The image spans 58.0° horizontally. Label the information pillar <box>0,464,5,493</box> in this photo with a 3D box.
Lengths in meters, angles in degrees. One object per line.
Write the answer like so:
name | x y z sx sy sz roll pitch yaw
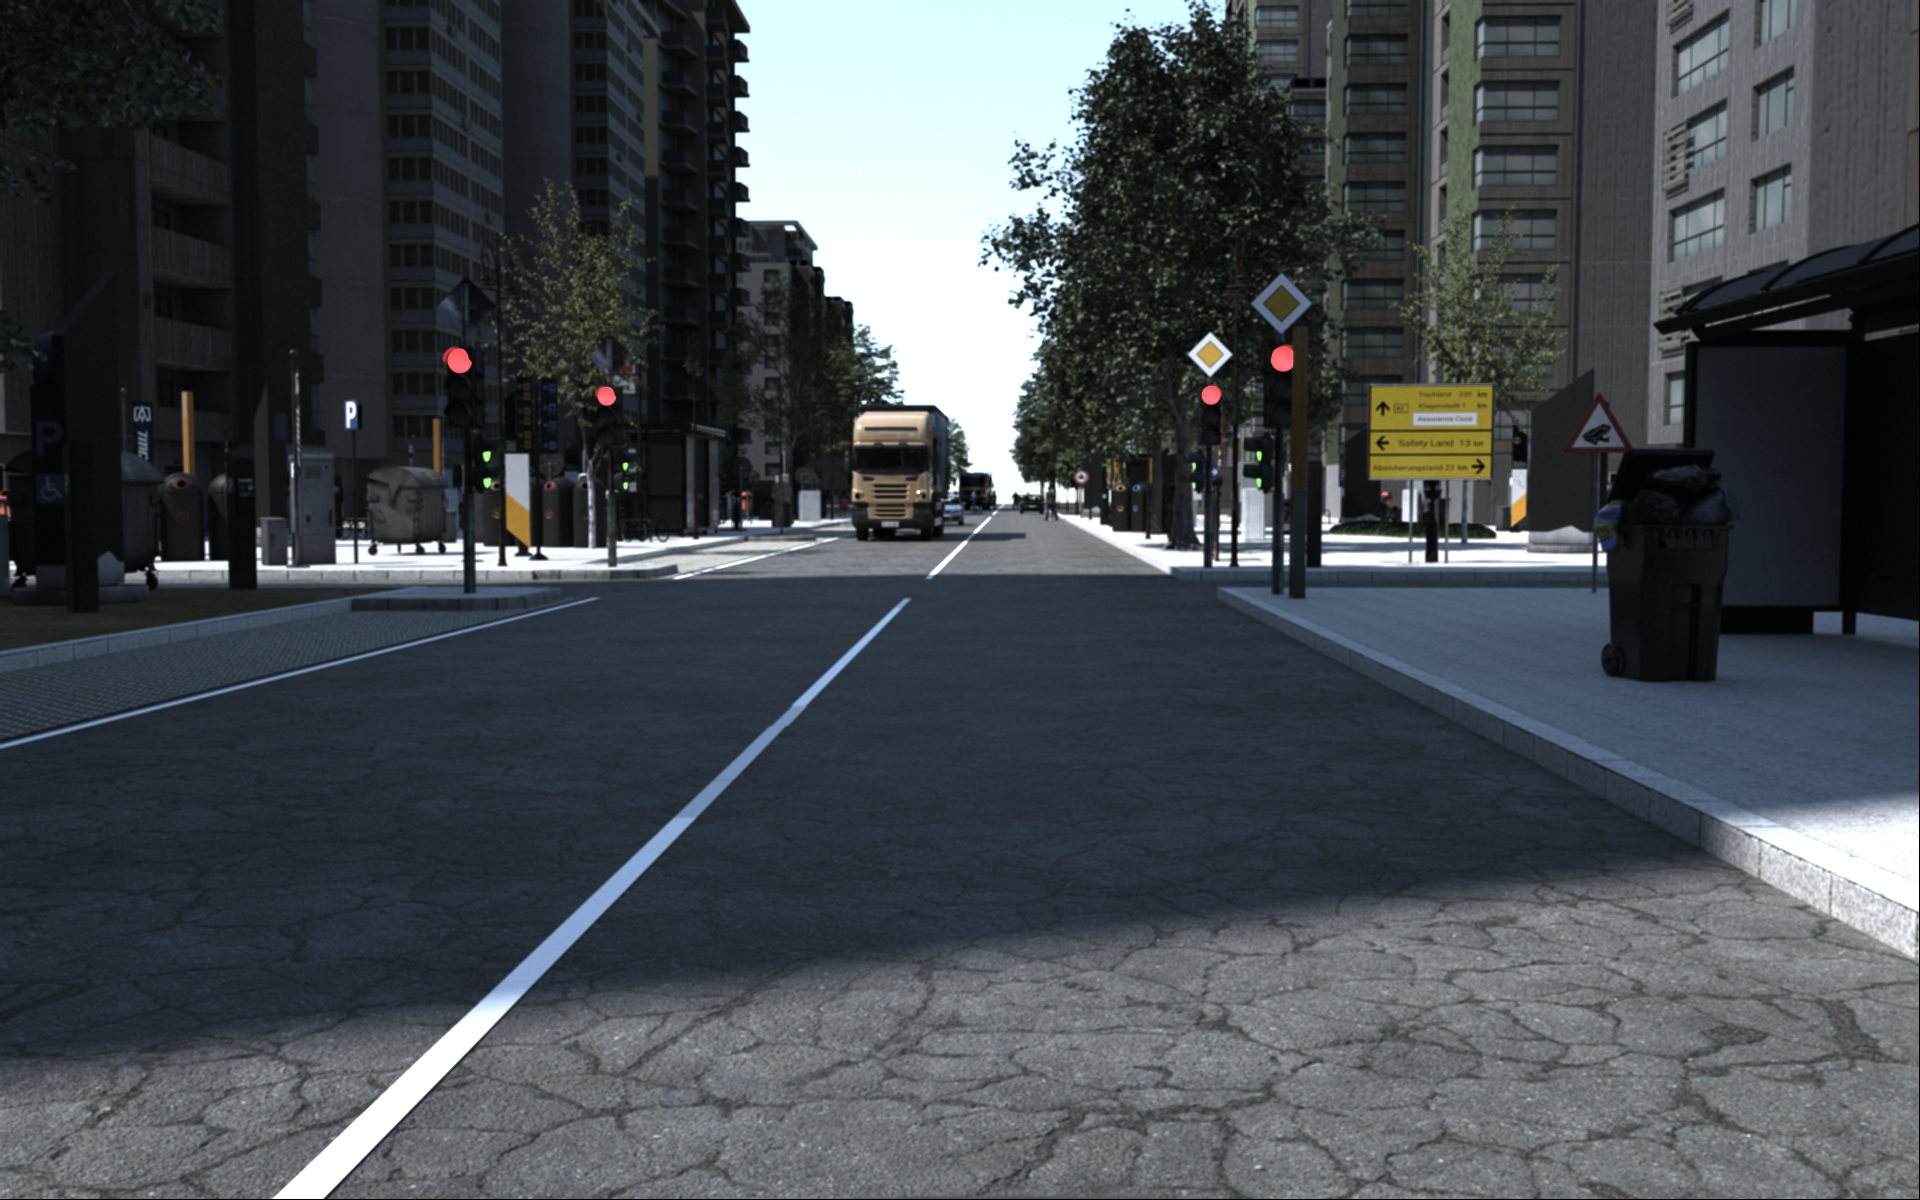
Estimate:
information pillar | -23.560 -2.314 42.330 0.304 2.012 0.304 2 4 24

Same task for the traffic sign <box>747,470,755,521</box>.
traffic sign | -9.966 -4.959 81.187 0.768 2.556 0.104 0 4 5

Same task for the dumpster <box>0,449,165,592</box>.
dumpster | -11.366 -1.024 22.496 1.264 1.857 1.865 0 4 2

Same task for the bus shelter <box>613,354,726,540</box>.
bus shelter | -8.901 -4.578 52.476 2.179 5.291 8.768 0 4 2

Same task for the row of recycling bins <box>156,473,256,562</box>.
row of recycling bins | -15.313 -1.580 32.948 3.534 1.692 1.069 -2 4 -34

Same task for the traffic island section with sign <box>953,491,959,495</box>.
traffic island section with sign | 0.410 -14.150 239.975 1.989 1.847 2.006 0 4 2

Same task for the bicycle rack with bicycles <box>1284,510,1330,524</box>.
bicycle rack with bicycles | 14.417 -3.677 73.504 2.852 0.926 2.925 -1 4 -17

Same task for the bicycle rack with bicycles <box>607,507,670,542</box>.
bicycle rack with bicycles | -9.443 -2.013 46.290 2.852 0.926 2.925 -3 4 -38

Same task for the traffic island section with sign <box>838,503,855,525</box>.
traffic island section with sign | -4.590 -4.387 80.351 1.989 1.847 2.006 0 4 2

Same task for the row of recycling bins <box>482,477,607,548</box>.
row of recycling bins | -10.101 -2.141 42.125 3.534 1.692 1.069 2 4 24

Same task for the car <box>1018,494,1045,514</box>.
car | 5.243 -7.147 126.646 2.009 1.686 4.222 0 4 1

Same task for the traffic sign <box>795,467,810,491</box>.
traffic sign | -7.480 -5.022 82.208 0.768 2.556 0.104 1 4 10

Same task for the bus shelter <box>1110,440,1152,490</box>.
bus shelter | 9.523 -7.085 93.472 2.179 5.291 8.768 0 4 2

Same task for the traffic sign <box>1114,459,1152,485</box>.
traffic sign | 9.795 -6.383 98.241 2.265 3.308 0.079 0 4 3

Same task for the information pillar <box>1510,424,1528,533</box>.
information pillar | 18.577 -4.050 57.567 0.504 3.616 0.183 1 4 16

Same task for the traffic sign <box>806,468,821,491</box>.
traffic sign | -7.432 -5.340 87.308 0.884 2.594 0.081 0 4 7

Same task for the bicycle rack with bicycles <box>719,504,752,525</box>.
bicycle rack with bicycles | -10.318 -3.678 73.515 2.852 0.926 2.925 3 5 43

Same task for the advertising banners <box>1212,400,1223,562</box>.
advertising banners | 4.925 -2.263 33.192 0.090 3.025 2.074 0 4 5

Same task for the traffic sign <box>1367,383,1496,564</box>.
traffic sign | 8.652 -2.325 31.892 2.265 3.308 0.079 1 4 9

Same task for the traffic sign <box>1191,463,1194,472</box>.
traffic sign | 8.112 -3.765 61.660 0.768 2.556 0.104 0 4 5

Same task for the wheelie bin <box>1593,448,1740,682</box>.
wheelie bin | 4.931 -0.251 12.016 0.980 1.594 0.693 0 4 -6

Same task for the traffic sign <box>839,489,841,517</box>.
traffic sign | -6.749 -5.958 97.520 0.768 2.556 0.104 0 4 7

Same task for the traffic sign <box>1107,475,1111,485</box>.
traffic sign | 8.604 -6.267 102.474 0.884 2.594 0.081 0 4 4

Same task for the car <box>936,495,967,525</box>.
car | -0.690 -4.194 80.575 2.014 1.417 4.499 0 4 0

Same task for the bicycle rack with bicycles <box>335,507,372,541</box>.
bicycle rack with bicycles | -16.500 -2.149 48.523 2.925 0.926 2.852 1 4 22

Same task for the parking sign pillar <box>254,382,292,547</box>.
parking sign pillar | -16.867 -3.296 42.365 1.447 3.967 1.447 -3 4 -36

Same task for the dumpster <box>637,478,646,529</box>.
dumpster | -10.968 -3.445 62.092 1.264 1.857 1.865 0 4 2

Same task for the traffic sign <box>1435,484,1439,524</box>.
traffic sign | 9.236 -2.045 33.542 0.768 2.556 0.104 0 4 5

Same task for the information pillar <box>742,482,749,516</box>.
information pillar | -12.165 -5.729 98.155 0.304 2.012 0.304 3 4 37

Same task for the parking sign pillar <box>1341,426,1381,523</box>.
parking sign pillar | 14.024 -4.409 60.562 1.447 3.967 1.447 0 4 -6

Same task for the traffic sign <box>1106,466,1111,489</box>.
traffic sign | 9.069 -6.799 105.036 2.265 3.308 0.079 0 4 2

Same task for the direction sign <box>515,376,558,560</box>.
direction sign | -8.203 -2.546 33.618 0.876 3.537 0.379 -3 5 -42

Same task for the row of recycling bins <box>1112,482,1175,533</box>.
row of recycling bins | 6.405 -3.119 58.115 1.069 1.692 3.534 -2 4 -34

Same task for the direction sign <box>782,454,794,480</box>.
direction sign | -9.801 -6.512 98.473 0.876 3.537 0.379 2 4 25

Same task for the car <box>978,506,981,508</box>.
car | 1.325 -10.454 181.142 2.015 1.641 3.980 0 4 3

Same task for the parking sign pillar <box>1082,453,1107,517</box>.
parking sign pillar | 7.452 -6.545 95.486 1.447 3.967 1.447 3 5 41

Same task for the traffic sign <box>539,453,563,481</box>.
traffic sign | -11.919 -3.076 50.397 0.768 2.556 0.104 0 4 4

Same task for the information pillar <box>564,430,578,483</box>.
information pillar | -14.172 -4.388 63.092 0.504 3.616 0.183 -1 4 -22

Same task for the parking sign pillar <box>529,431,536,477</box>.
parking sign pillar | -13.319 -3.920 52.559 1.447 3.967 1.447 -2 4 -35

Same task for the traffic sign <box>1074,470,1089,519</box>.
traffic sign | 6.332 -5.523 90.409 0.768 2.556 0.104 1 4 10

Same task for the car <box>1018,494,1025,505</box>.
car | 7.595 -11.970 207.506 2.131 1.459 4.920 0 4 1

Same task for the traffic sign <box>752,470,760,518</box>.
traffic sign | -10.998 -5.613 91.876 0.768 2.556 0.104 0 4 7

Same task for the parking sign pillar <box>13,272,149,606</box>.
parking sign pillar | -10.452 -1.959 20.503 1.447 3.967 1.447 0 4 0

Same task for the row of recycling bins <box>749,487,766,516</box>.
row of recycling bins | -11.820 -5.753 101.172 1.069 1.692 3.534 0 4 -6

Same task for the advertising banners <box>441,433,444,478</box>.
advertising banners | -14.764 -3.247 49.273 0.090 3.025 2.074 -1 4 -12

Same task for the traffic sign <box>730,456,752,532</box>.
traffic sign | -7.352 -3.545 58.069 0.768 2.556 0.104 0 4 6

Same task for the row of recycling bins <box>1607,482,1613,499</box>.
row of recycling bins | 20.905 -2.919 54.835 1.069 1.692 3.534 0 3 0

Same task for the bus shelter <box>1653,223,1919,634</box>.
bus shelter | 7.343 -1.187 13.330 2.014 3.302 5.546 0 4 2

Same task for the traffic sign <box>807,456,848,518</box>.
traffic sign | -7.191 -6.115 93.847 2.265 3.308 0.079 1 4 8

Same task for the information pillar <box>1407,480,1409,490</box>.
information pillar | 22.336 -4.973 85.798 0.304 2.012 0.304 -3 5 -43

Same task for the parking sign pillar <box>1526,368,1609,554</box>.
parking sign pillar | 13.136 -3.013 37.734 1.447 3.967 1.447 3 4 36

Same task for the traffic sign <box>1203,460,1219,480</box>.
traffic sign | 9.358 -3.960 64.847 0.768 2.556 0.104 1 4 9

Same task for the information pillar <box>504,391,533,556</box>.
information pillar | -9.083 -2.706 35.600 0.504 3.616 0.183 0 4 -4

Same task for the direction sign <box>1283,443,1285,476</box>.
direction sign | 14.234 -5.170 76.533 0.379 3.537 0.876 1 4 22

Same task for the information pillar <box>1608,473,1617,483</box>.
information pillar | 22.359 -3.352 59.304 0.304 2.012 0.304 1 4 16

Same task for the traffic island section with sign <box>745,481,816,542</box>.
traffic island section with sign | -5.440 -2.707 52.892 1.989 1.847 2.006 0 4 2

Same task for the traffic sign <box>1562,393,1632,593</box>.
traffic sign | 8.233 -1.370 22.397 0.884 2.594 0.081 0 4 8

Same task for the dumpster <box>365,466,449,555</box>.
dumpster | -11.780 -1.904 36.886 1.264 1.857 1.865 0 4 2

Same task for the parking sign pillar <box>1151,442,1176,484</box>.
parking sign pillar | 10.149 -5.944 85.661 1.447 3.967 1.447 -1 4 -12

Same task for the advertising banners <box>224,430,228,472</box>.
advertising banners | -19.629 -3.091 46.723 0.090 3.025 2.074 -2 4 -32
